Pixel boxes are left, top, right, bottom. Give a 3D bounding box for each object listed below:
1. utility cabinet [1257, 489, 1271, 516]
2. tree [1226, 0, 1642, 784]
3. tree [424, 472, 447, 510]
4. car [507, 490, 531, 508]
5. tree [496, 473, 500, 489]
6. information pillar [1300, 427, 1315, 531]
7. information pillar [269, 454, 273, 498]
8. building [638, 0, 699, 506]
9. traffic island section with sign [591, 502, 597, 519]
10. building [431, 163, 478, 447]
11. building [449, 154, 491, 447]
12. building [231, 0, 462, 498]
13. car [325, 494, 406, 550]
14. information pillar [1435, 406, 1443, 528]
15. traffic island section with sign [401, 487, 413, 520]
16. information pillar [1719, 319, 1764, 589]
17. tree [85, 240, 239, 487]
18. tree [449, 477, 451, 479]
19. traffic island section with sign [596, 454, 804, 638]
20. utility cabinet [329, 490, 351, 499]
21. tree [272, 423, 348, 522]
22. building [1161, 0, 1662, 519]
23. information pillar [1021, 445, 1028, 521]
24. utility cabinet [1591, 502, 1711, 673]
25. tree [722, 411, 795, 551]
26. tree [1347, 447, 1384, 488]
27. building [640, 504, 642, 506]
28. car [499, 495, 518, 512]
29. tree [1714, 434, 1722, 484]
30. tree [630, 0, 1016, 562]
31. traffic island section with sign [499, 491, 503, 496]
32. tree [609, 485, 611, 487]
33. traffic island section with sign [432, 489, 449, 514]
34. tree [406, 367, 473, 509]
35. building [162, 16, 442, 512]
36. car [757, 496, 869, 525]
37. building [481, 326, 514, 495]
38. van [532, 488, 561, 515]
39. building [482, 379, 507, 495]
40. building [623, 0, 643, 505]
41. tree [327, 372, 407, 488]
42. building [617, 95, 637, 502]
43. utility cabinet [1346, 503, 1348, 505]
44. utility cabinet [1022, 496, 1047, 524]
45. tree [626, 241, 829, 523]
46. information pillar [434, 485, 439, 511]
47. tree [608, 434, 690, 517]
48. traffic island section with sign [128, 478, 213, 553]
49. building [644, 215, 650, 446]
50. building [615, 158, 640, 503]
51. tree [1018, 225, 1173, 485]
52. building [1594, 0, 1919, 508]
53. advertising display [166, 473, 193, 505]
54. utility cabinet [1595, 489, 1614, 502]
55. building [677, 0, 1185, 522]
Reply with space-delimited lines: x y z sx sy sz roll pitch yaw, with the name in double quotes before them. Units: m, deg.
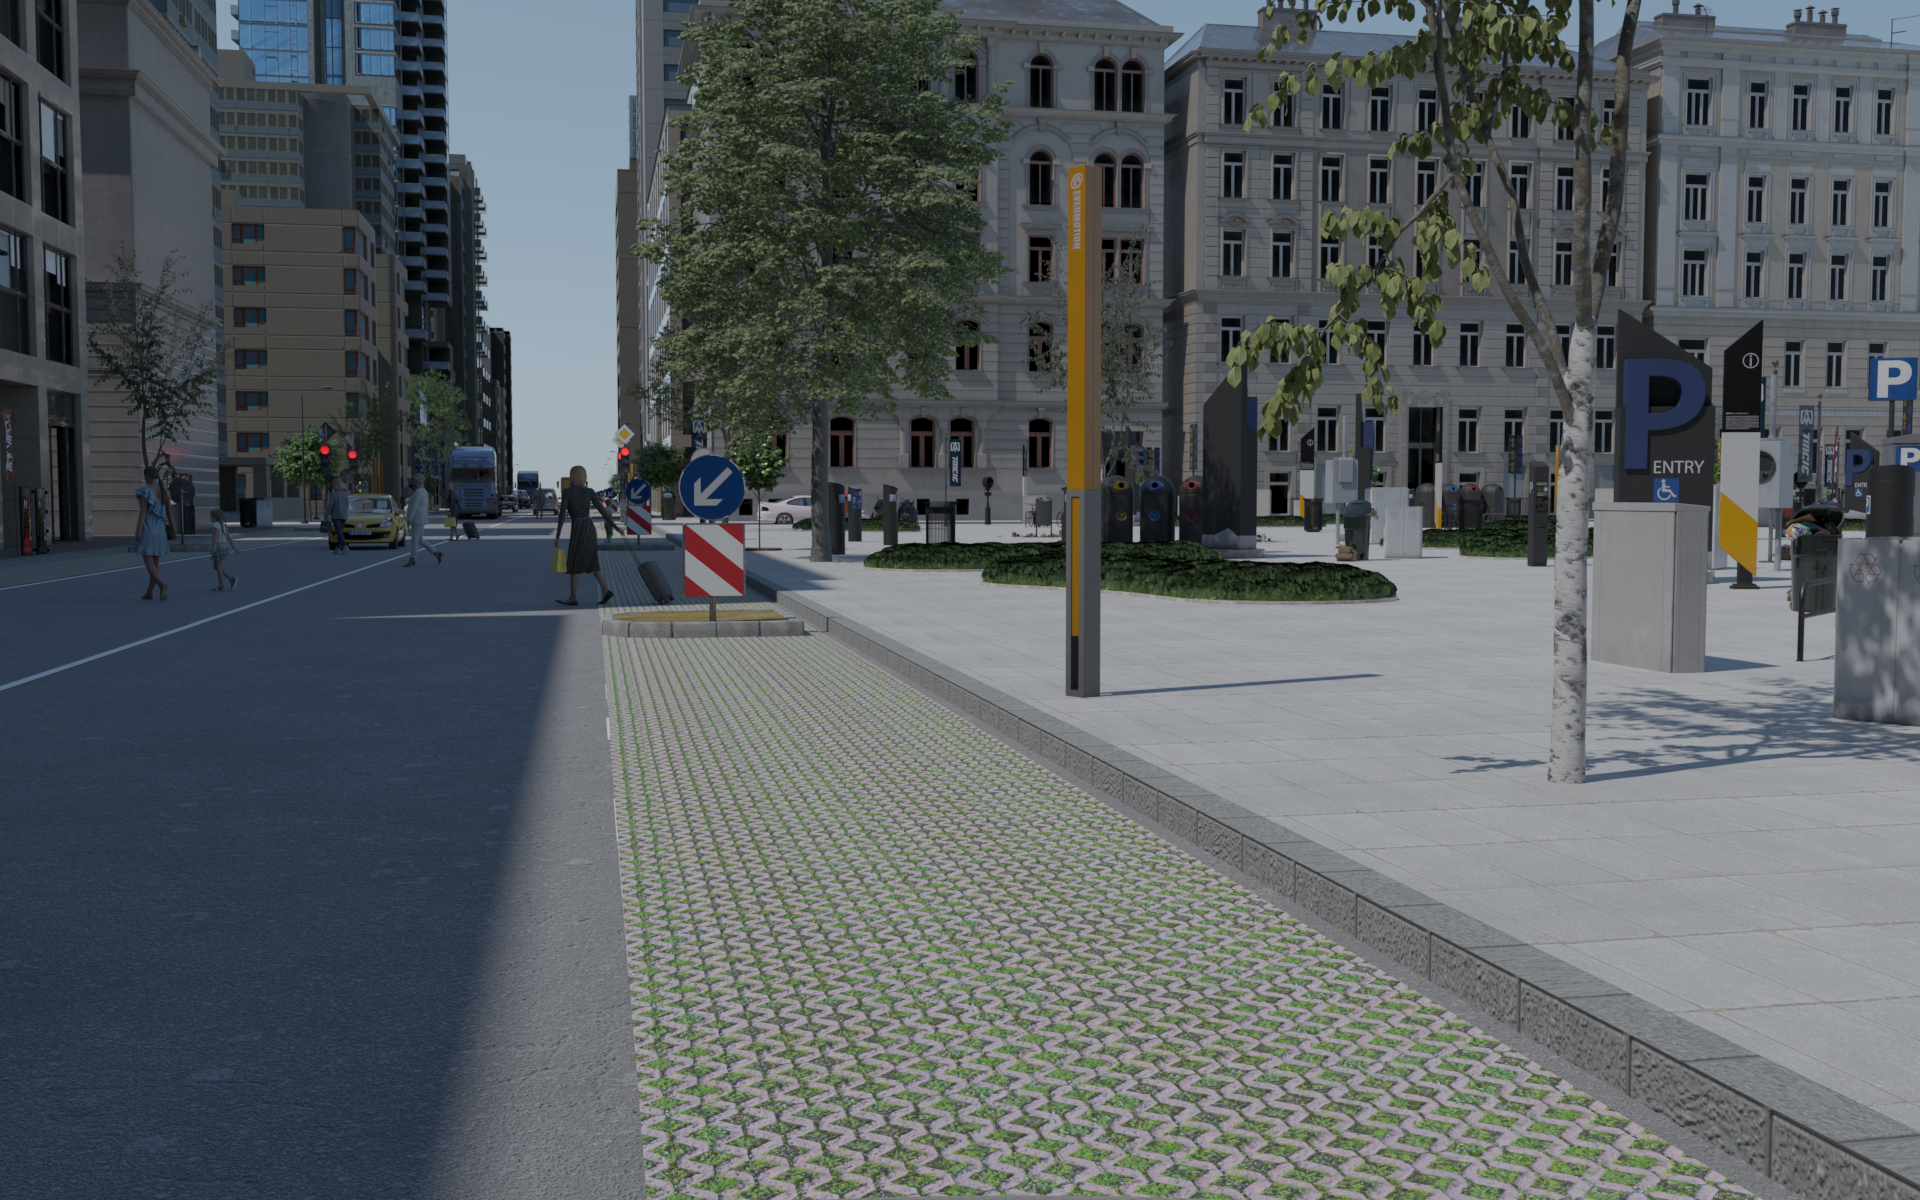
"utility cabinet" 14.328 -4.558 83.200 1.173 1.500 0.318 2 4 23
"tree" 2.585 -3.505 7.674 4.737 8.622 4.395 0 3 0
"tree" -42.389 -8.776 138.088 1.663 3.219 1.824 0 3 0
"car" -44.397 -10.134 174.370 2.281 1.827 5.304 -1 4 -14
"tree" -60.835 -14.647 223.196 4.285 4.588 4.351 0 3 0
"information pillar" 12.099 -4.216 60.292 0.504 3.616 0.183 0 4 7
"information pillar" -40.379 -6.754 101.789 0.504 3.616 0.183 2 4 24
"building" -20.540 -38.358 169.146 21.231 58.520 28.212 -1 4 -12
"traffic island section with sign" -8.371 -2.189 44.425 1.989 1.847 2.006 -1 4 -12
"building" -65.645 -32.046 207.538 14.154 41.232 14.086 -1 4 -12
"building" -77.829 -38.085 242.300 23.786 49.044 30.456 -1 4 -12
"building" -64.492 -53.226 182.921 22.319 86.520 31.000 -1 4 -12
"car" -15.704 -2.183 45.910 2.015 1.641 3.980 -1 4 -13
"information pillar" 12.861 -3.374 46.519 0.183 3.616 0.504 0 4 4
"traffic island section with sign" -31.108 -5.443 97.622 1.989 1.847 2.006 -1 4 -12
"information pillar" 10.520 -1.955 23.311 0.504 3.616 0.183 1 4 10
"tree" -23.823 -6.170 51.238 4.360 8.622 3.978 0 3 0
"tree" -46.926 -10.190 161.203 1.663 3.219 1.824 0 3 0
"traffic island section with sign" -2.736 -0.577 18.063 1.989 1.847 2.006 -1 4 -12
"utility cabinet" -36.193 -5.657 101.163 1.173 1.500 0.318 0 4 6
"tree" -29.761 -5.858 79.484 4.285 4.588 4.351 0 3 0
"building" 22.077 -18.009 91.706 25.104 27.353 12.463 -1 4 -12
"information pillar" 3.080 -5.554 82.162 0.183 3.616 0.504 1 4 22
"utility cabinet" 5.115 -0.104 12.867 0.306 1.237 1.020 -1 4 -13
"tree" -4.596 -2.748 39.535 1.663 3.219 1.824 0 3 0
"tree" 13.997 -4.004 60.062 1.663 3.219 1.824 0 3 0
"building" -20.167 -30.859 196.424 32.217 40.220 23.993 -1 4 -12
"car" -36.381 -7.714 138.703 1.945 1.354 3.894 -1 4 -10
"tree" 21.772 -3.289 48.382 1.663 3.219 1.824 0 3 0
"tree" -2.290 -6.978 32.217 7.486 12.596 7.792 0 3 0
"traffic island section with sign" -52.867 -11.671 199.443 1.989 1.847 2.006 -1 4 -12
"tree" -58.636 -18.233 292.717 1.663 3.219 1.824 0 3 0
"traffic island section with sign" -36.745 -7.055 123.984 1.989 1.847 2.006 -1 4 -12
"tree" -44.099 -13.304 143.269 9.928 11.665 9.643 0 3 0
"building" -64.180 -28.373 155.776 32.217 40.220 23.993 -1 4 -12
"car" -6.331 -3.817 74.765 4.827 1.381 2.083 -1 4 -12
"building" -83.489 -31.939 293.896 14.160 30.474 14.107 -1 4 -12
"van" -29.049 -7.003 121.516 2.013 2.044 4.112 -1 4 -11
"building" -86.081 -26.094 271.672 27.650 21.520 28.899 -1 4 -12
"building" -31.731 -47.556 215.787 20.563 71.187 20.611 -1 4 -12
"tree" -35.282 -9.381 103.749 4.737 8.622 4.395 0 3 0
"building" -42.679 -58.664 271.833 22.319 86.520 31.000 -1 4 -12
"utility cabinet" 12.331 -2.556 52.952 1.020 1.237 0.306 0 4 -3
"utility cabinet" 3.185 -3.841 73.956 1.020 1.237 0.306 0 4 4
"tree" -7.884 -7.690 60.137 7.601 10.594 8.767 -2 4 -27
"information pillar" -40.453 -7.910 133.813 0.304 2.012 0.304 -3 5 -42
"tree" -16.526 -6.831 95.404 4.285 4.588 4.351 0 3 0
"traffic island section with sign" -19.488 -2.118 43.255 1.989 1.847 2.006 -1 4 -12
"building" -18.929 -21.836 142.917 13.634 28.700 20.117 -1 4 -12
"building" -37.924 -38.116 246.896 21.300 48.544 21.600 -1 4 -12
"tree" 3.659 -5.764 44.602 4.360 8.622 3.978 0 3 0
"building" 44.007 -19.041 97.227 20.117 28.700 13.634 -1 4 -12
"advertising display" -24.460 -3.004 54.323 0.974 1.923 0.123 1 4 22
"utility cabinet" 26.375 -3.765 70.236 1.173 1.500 0.318 3 5 45
"building" -2.102 -18.411 88.406 23.554 28.519 14.401 -1 4 -12
